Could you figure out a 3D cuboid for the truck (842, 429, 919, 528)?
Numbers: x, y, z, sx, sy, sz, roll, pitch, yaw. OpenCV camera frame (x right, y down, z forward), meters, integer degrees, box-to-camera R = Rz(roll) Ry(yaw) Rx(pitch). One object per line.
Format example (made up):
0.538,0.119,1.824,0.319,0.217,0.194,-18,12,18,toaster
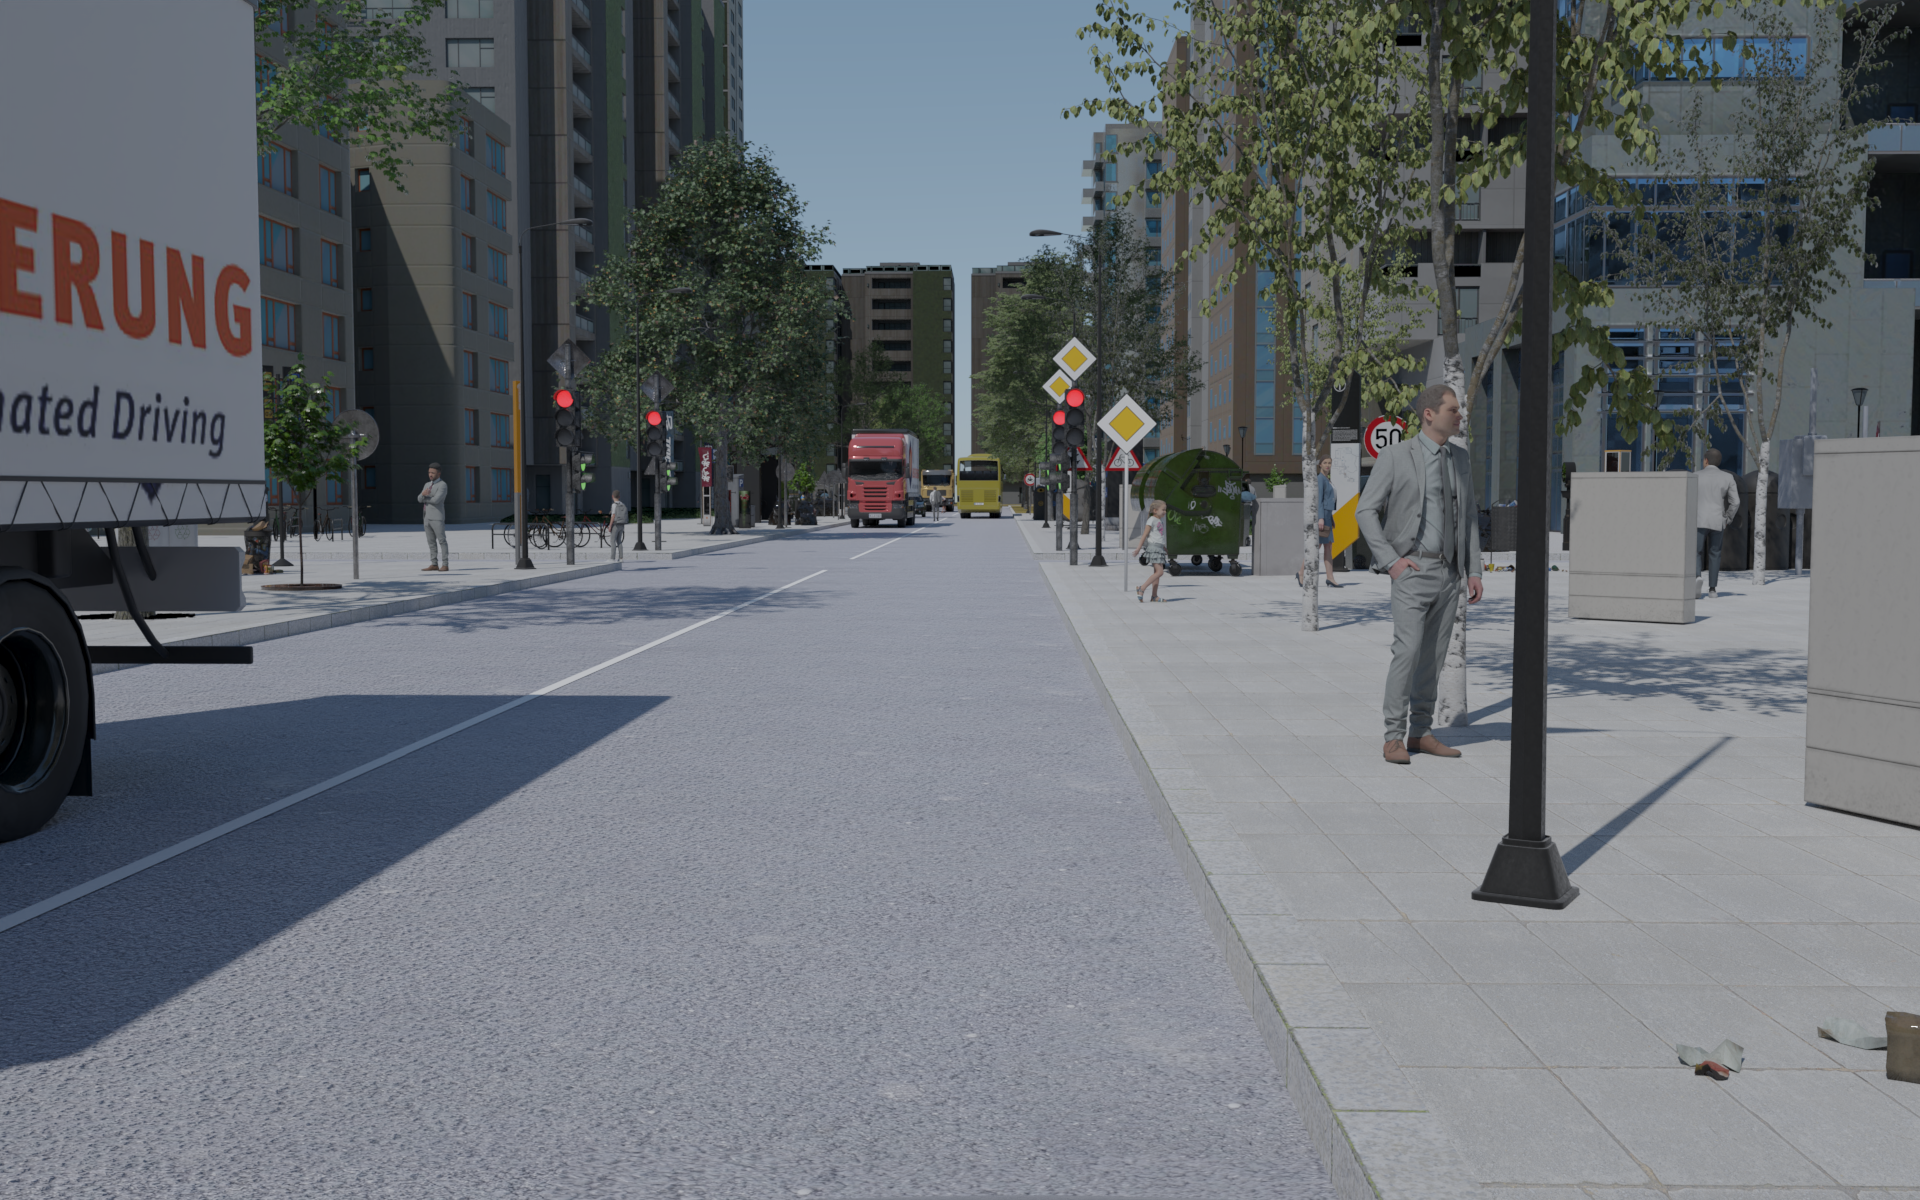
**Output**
-3.355,-5.376,76.805,2.839,4.237,11.283,0,4,2,truck

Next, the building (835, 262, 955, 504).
-7.681,-27.356,218.977,14.107,30.474,14.160,0,4,1,building

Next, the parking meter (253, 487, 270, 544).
-16.715,-2.020,41.437,0.372,1.533,0.369,0,3,0,parking meter

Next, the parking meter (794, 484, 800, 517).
-8.945,-5.506,95.728,0.255,1.863,0.399,3,5,41,parking meter

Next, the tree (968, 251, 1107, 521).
3.927,-9.996,81.554,7.486,12.596,7.792,0,3,0,tree

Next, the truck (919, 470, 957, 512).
-1.790,-8.820,140.135,3.469,3.379,9.791,0,4,1,truck

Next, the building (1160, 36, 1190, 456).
26.985,-31.632,167.301,14.600,45.320,14.200,0,4,1,building

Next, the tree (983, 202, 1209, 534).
4.314,-7.360,54.744,7.601,10.594,8.767,0,4,-4,tree

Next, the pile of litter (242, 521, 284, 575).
-11.619,-0.863,28.082,1.176,0.858,1.719,-2,4,-24,pile of litter

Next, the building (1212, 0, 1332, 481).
25.783,-29.025,124.668,14.600,45.320,14.200,0,4,1,building

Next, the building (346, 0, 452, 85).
-27.264,-25.332,97.771,14.154,41.232,14.086,0,4,1,building

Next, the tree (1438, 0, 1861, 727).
2.913,-3.598,9.197,4.737,8.622,4.395,0,3,0,tree

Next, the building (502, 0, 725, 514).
-26.368,-27.647,135.615,14.154,41.232,14.086,0,4,1,building

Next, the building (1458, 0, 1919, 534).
35.060,-45.881,62.829,31.000,86.520,22.319,0,4,1,building

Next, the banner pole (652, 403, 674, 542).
-7.869,-3.428,46.057,0.863,3.779,0.401,3,5,40,banner pole

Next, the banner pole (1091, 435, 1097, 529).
5.095,-4.558,64.543,0.401,3.779,0.863,-2,4,-30,banner pole

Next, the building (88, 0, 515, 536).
-35.214,-13.606,67.494,27.650,21.520,28.899,0,4,1,building

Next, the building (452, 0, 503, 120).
-26.005,-26.786,121.542,14.154,41.232,14.086,0,4,1,building

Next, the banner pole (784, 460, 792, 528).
-6.569,-4.610,65.385,0.401,3.779,0.863,0,4,-5,banner pole

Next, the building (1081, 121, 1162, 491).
30.718,-36.844,221.999,30.456,49.044,23.786,0,4,1,building

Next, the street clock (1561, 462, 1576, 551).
13.745,-2.114,39.142,0.358,2.002,0.471,0,4,8,street clock

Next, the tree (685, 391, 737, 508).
-15.913,-9.934,112.788,4.737,8.622,4.395,0,3,0,tree

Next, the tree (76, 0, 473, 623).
-8.609,-5.602,17.355,9.928,11.665,9.643,0,3,0,tree

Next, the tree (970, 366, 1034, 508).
6.017,-15.718,163.647,9.857,13.997,8.962,0,3,0,tree

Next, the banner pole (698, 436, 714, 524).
-10.827,-5.123,73.776,0.863,3.779,0.401,-3,5,-43,banner pole

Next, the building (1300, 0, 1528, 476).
33.910,-30.742,91.877,28.713,52.752,27.495,0,4,1,building

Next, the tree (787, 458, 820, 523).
-6.752,-5.023,76.731,1.663,3.219,1.824,0,3,0,tree

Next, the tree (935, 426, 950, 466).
-5.085,-14.217,166.859,8.767,10.594,7.601,-1,4,-9,tree

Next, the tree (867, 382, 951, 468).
-4.864,-14.045,155.395,9.928,11.665,9.643,0,3,0,tree

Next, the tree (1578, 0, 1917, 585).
11.219,-4.528,24.389,4.360,8.622,3.978,0,3,0,tree

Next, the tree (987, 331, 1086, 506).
8.154,-19.952,182.110,12.611,20.169,13.585,0,3,0,tree

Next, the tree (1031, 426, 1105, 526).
4.427,-5.259,69.705,4.285,4.588,4.351,0,3,0,tree

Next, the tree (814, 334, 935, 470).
-5.549,-10.160,100.535,7.601,10.594,8.767,0,4,1,tree

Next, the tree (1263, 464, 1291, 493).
20.145,-7.128,111.136,1.663,3.219,1.824,0,3,0,tree

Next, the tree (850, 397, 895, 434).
-5.930,-10.536,122.626,4.737,8.622,4.395,0,3,0,tree

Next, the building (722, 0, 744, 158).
-39.298,-47.925,221.828,20.611,71.187,20.563,0,4,1,building

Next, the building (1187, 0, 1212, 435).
29.845,-36.902,145.339,21.231,58.520,28.212,0,4,1,building

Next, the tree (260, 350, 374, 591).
-8.771,-1.759,23.368,1.663,3.219,1.824,0,3,0,tree

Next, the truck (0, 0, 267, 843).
-5.125,-0.913,3.844,2.839,4.237,11.283,0,4,2,truck

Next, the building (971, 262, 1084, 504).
8.330,-27.326,218.488,14.107,30.474,14.160,0,4,1,building

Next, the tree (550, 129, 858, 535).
-7.600,-8.423,54.716,9.611,12.733,9.660,0,3,0,tree

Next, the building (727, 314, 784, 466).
-32.865,-19.494,163.765,28.899,21.520,27.650,0,4,1,building

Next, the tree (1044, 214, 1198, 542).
4.064,-5.893,46.713,4.360,8.622,3.978,0,3,0,tree

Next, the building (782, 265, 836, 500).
-22.034,-27.355,218.959,14.107,30.474,14.160,0,4,1,building
